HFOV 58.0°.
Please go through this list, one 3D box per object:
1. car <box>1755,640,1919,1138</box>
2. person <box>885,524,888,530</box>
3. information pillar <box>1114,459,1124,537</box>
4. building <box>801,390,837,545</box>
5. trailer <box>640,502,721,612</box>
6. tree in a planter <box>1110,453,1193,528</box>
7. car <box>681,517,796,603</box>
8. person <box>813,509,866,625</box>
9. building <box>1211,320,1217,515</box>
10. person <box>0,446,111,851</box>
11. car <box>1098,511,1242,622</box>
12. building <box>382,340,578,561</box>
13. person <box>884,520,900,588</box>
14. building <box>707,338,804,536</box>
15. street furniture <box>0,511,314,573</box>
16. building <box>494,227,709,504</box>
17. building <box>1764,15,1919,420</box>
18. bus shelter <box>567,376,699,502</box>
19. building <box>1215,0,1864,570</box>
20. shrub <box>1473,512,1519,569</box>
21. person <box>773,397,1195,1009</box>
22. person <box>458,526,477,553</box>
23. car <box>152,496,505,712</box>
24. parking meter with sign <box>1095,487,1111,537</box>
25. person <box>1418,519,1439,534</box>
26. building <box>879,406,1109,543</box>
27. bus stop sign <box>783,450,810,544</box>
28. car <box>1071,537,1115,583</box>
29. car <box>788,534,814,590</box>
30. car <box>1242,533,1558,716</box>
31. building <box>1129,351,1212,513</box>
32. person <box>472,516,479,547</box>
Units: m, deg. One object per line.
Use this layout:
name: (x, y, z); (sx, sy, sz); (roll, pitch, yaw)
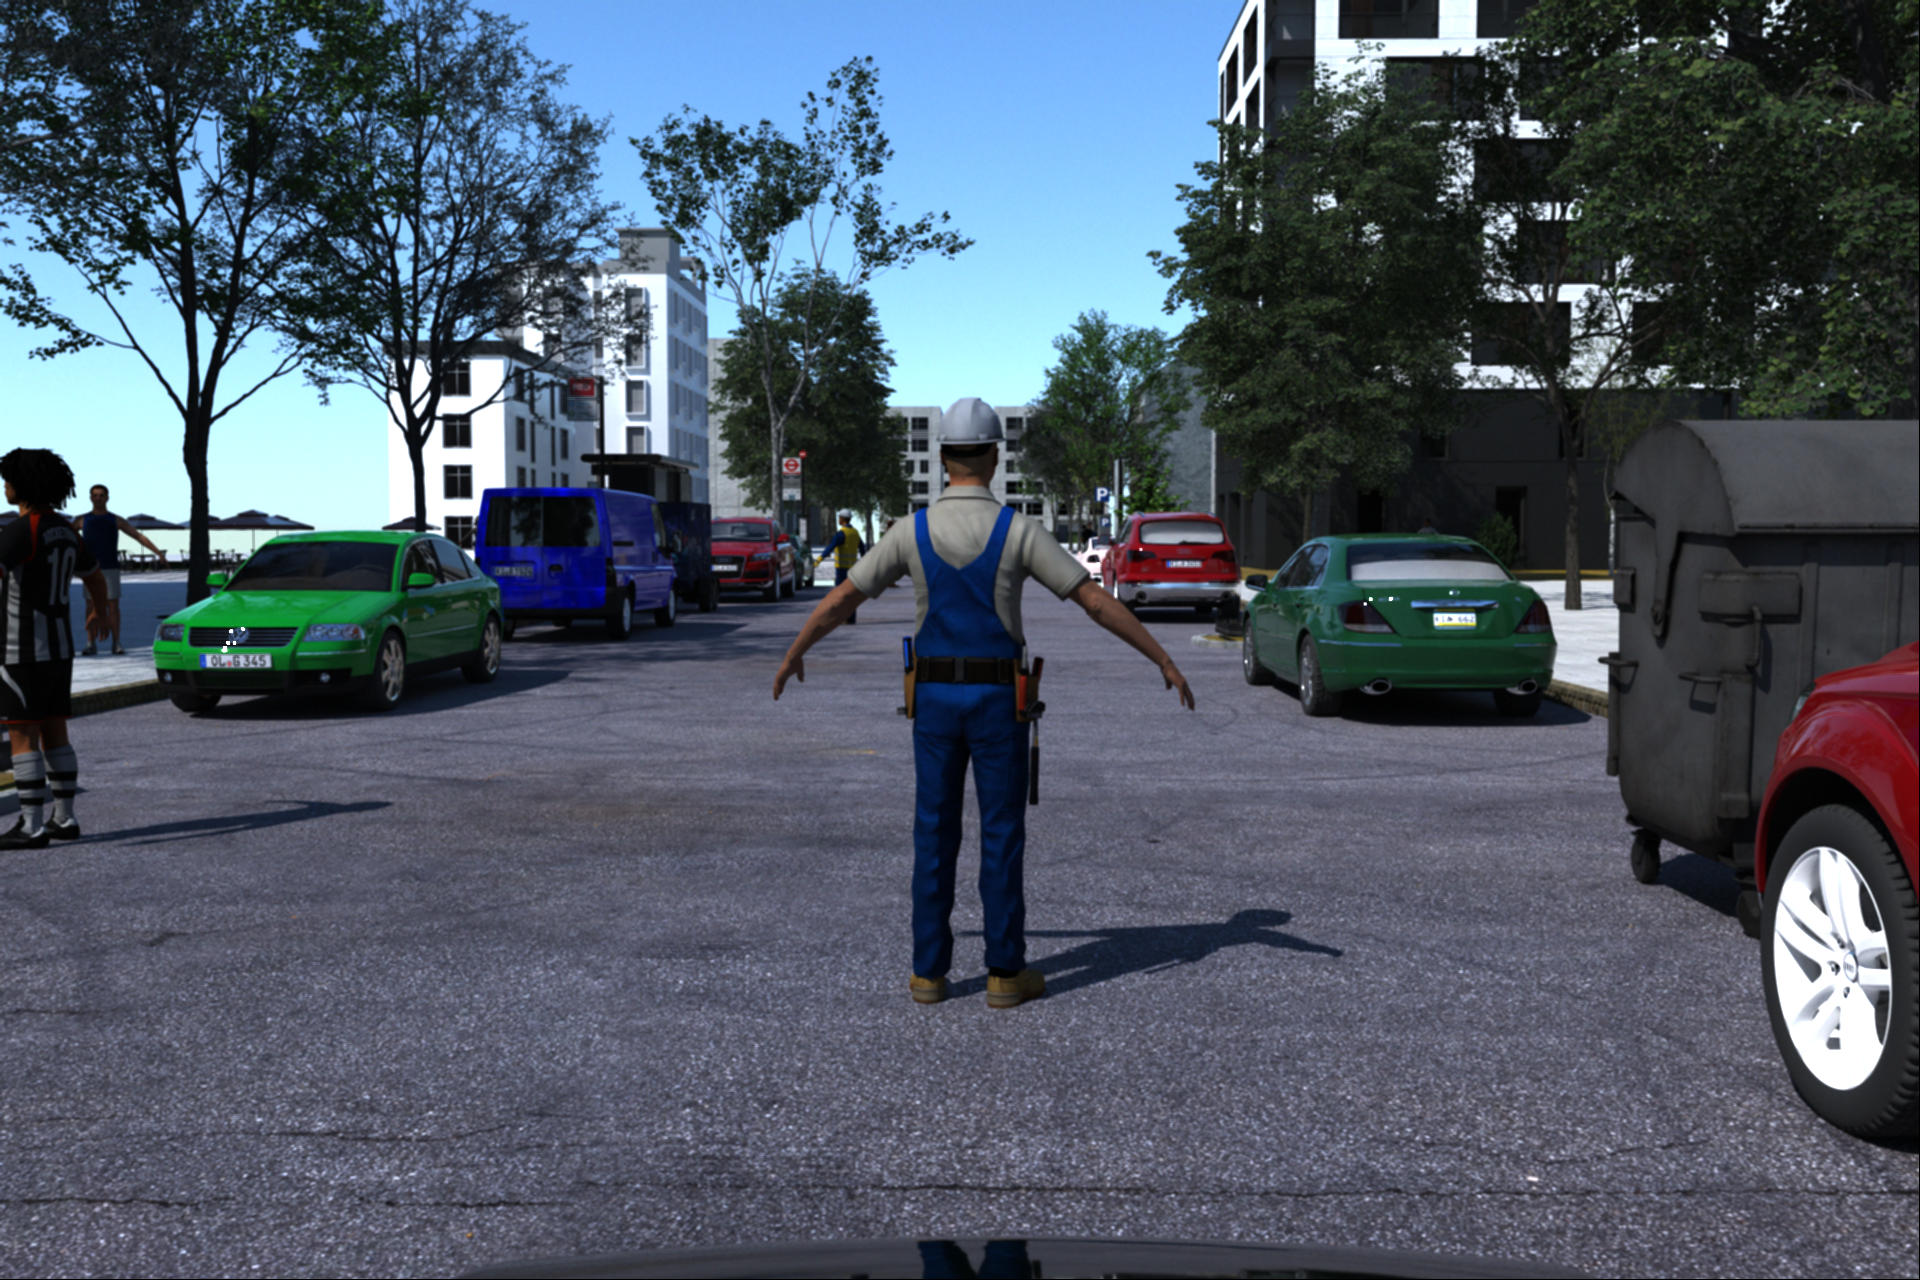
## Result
car: (3.071, 0.377, 2.508); (2.281, 1.827, 5.304); (0, 4, 1)
person: (-2.261, -2.695, 52.978); (0.721, 1.772, 1.216); (1, 4, 21)
information pillar: (5.036, -3.892, 54.942); (0.184, 3.620, 1.656); (0, 4, 1)
building: (-24.713, -22.811, 203.894); (19.493, 23.208, 18.063); (0, 4, 2)
trailer: (-5.277, -1.487, 31.366); (1.471, 1.999, 3.904); (0, 4, 1)
tree in a planter: (4.233, -2.516, 38.362); (1.991, 3.239, 1.994); (0, 4, 0)
car: (-4.791, -1.789, 37.917); (2.281, 1.827, 5.304); (0, 4, 1)
person: (-1.834, -1.160, 27.392); (0.705, 1.833, 1.349); (2, 4, 32)
building: (27.969, -15.528, 120.341); (16.747, 18.905, 31.486); (0, 4, 1)
person: (-4.277, 0.039, 7.971); (0.704, 1.843, 1.345); (0, 4, 7)
car: (3.567, -1.297, 29.885); (2.281, 1.827, 5.304); (0, 4, 1)
building: (-24.188, -8.996, 89.227); (9.099, 9.664, 28.070); (0, 3, 0)
person: (-1.841, -2.310, 46.498); (0.705, 1.796, 1.348); (-2, 4, -31)
building: (-24.911, -18.696, 172.143); (16.747, 18.905, 31.486); (0, 3, 0)
street furniture: (-31.060, -3.301, 59.002); (14.083, 1.986, 27.439); (1, 4, 11)
building: (-22.751, -15.404, 108.272); (16.016, 20.090, 11.380); (0, 4, 1)
building: (25.728, -17.576, 33.488); (12.429, 33.558, 17.177); (0, 4, 0)
bus shelter: (-8.830, -4.222, 46.665); (2.179, 5.291, 8.768); (0, 4, 1)
building: (25.068, -14.249, 76.952); (27.936, 21.610, 32.646); (0, 4, 1)
shrub: (18.253, -3.362, 59.016); (1.661, 2.075, 1.752); (0, 3, 0)
person: (0.037, 0.182, 5.330); (1.347, 1.847, 0.705); (1, 4, 14)
person: (-15.933, -3.139, 57.454); (1.348, 1.813, 0.705); (-2, 4, -27)
car: (-5.432, -0.404, 15.400); (1.959, 1.807, 4.718); (0, 4, 1)
parking meter with sign: (5.267, -4.108, 63.434); (0.543, 3.016, 1.738); (0, 4, 0)
person: (16.043, -3.264, 59.550); (1.347, 1.806, 0.705); (3, 4, 36)
building: (4.776, -23.058, 245.920); (31.486, 18.905, 16.747); (0, 4, 1)
bus stop sign: (-5.227, -4.073, 55.298); (0.855, 3.939, 0.416); (0, 4, 0)
car: (4.022, -2.058, 46.009); (2.083, 1.381, 4.827); (0, 4, 0)
car: (-4.948, -2.102, 46.173); (2.131, 1.459, 4.920); (0, 4, 1)
car: (3.639, -0.198, 15.043); (2.131, 1.459, 4.920); (0, 4, 0)
building: (27.947, -21.561, 183.452); (19.493, 23.208, 18.063); (0, 4, 1)
person: (-15.009, -2.949, 54.002); (0.705, 1.856, 1.354); (-1, 4, -10)
